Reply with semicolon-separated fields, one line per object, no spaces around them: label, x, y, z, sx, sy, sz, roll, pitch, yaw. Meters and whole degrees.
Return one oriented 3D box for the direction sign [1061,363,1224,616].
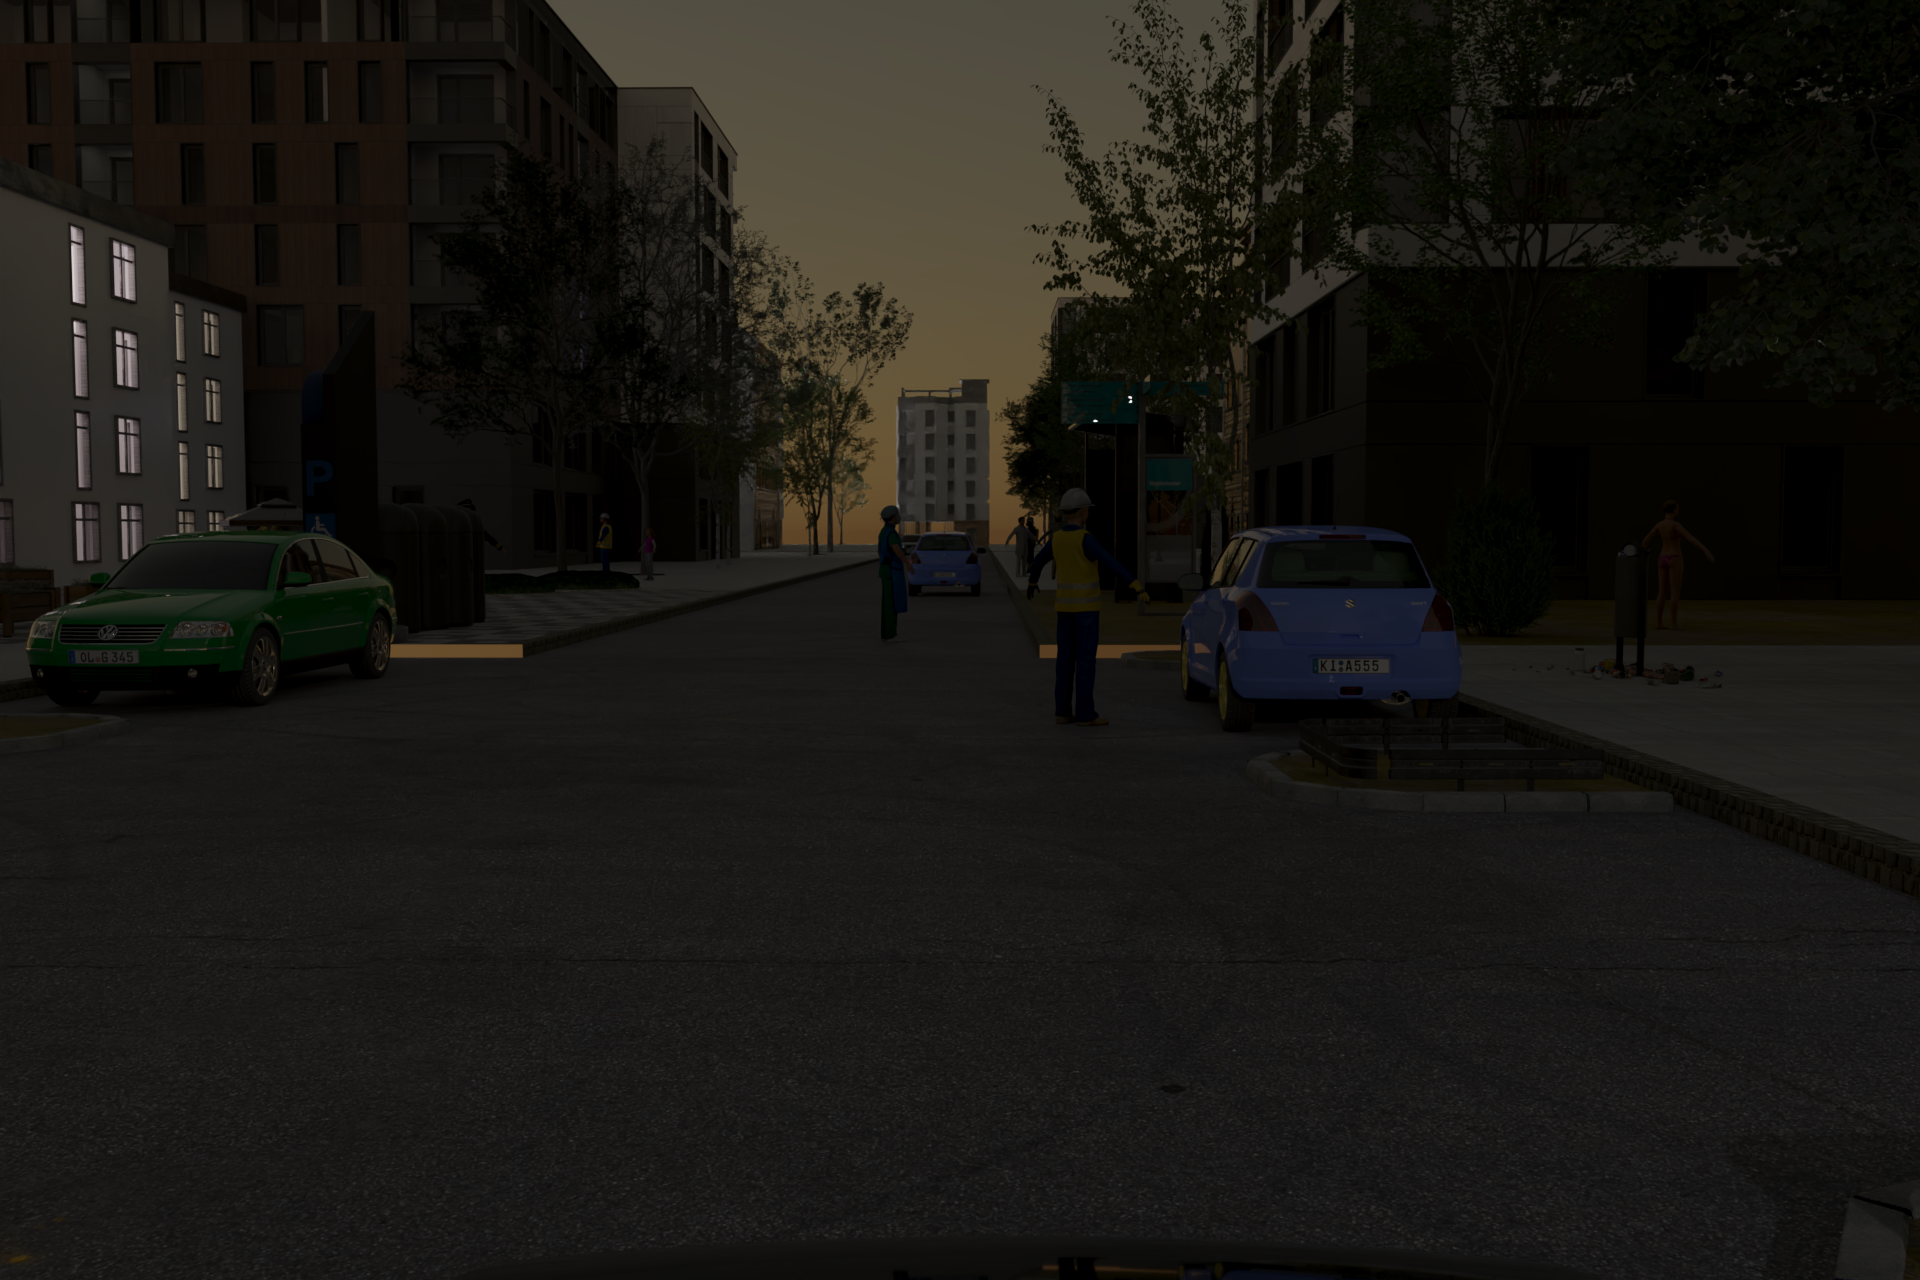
direction sign;2.837;-2.309;26.522;2.525;3.948;1.411;0;4;1

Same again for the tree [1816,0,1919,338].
tree;17.738;-6.234;27.677;9.928;11.665;9.643;0;3;0

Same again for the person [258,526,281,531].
person;-17.421;-2.329;43.843;1.354;1.858;0.705;1;4;10

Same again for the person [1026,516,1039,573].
person;2.275;-3.113;56.678;0.705;1.856;1.354;1;4;22

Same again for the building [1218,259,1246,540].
building;25.359;-16.293;97.312;19.493;23.208;18.063;0;4;1

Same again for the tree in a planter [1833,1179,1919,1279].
tree in a planter;2.562;-0.331;2.633;1.991;3.239;1.994;0;4;0

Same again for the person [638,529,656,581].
person;-8.617;-2.353;47.732;0.599;1.433;0.991;-2;4;-35

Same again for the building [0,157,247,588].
building;-25.856;-6.424;47.179;9.099;9.664;28.070;0;4;0

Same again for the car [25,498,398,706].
car;-6.643;-0.429;15.811;1.959;1.807;4.718;0;4;1

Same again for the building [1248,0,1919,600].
building;21.839;-12.547;49.121;27.936;21.610;32.646;0;4;0

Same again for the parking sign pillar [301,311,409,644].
parking sign pillar;-7.281;-1.951;20.366;1.447;3.967;1.447;0;4;2

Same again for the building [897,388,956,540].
building;-7.516;-21.864;216.357;11.380;20.090;16.016;0;4;7

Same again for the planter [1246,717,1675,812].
planter;2.693;0.686;9.921;1.991;0.319;1.994;0;3;0

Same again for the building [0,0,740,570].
building;-26.180;-14.292;77.642;27.936;21.610;32.646;0;4;1

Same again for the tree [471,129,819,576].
tree;-9.779;-8.748;53.396;12.009;13.543;11.850;0;3;0

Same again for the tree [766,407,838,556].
tree;-8.829;-9.099;99.139;4.737;8.622;4.395;0;3;0

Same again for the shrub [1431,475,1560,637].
shrub;6.715;-1.062;21.784;1.690;2.028;1.600;0;3;0

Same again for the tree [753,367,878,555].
tree;-8.834;-11.064;106.648;9.928;11.665;9.643;0;3;0

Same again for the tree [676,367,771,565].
tree;-9.506;-7.379;71.010;4.360;8.622;3.978;0;3;0

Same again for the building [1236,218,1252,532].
building;23.609;-15.167;78.903;19.493;23.208;18.063;0;4;0

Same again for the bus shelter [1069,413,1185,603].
bus shelter;3.323;-2.686;35.203;1.731;3.624;6.357;0;4;-1

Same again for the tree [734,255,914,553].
tree;-10.378;-16.123;119.495;12.611;20.169;13.585;0;3;0

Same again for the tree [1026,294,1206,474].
tree;6.608;-9.056;73.822;9.928;11.665;9.643;0;3;0

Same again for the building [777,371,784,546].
building;-24.926;-19.856;181.070;16.016;20.090;11.380;0;4;1

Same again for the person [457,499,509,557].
person;-7.837;-1.320;27.511;1.347;1.837;0.705;-3;5;-41

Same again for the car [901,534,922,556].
car;-2.776;-5.760;103.955;2.009;1.686;4.222;0;4;0

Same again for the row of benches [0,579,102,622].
row of benches;-12.290;-0.579;24.923;1.422;0.672;4.104;2;4;35

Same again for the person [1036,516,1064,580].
person;2.776;-2.607;48.902;1.348;1.796;0.705;1;4;18

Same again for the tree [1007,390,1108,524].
tree;6.388;-10.001;97.930;7.601;10.594;8.767;-3;5;-45

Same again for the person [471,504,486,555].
person;-8.698;-1.508;30.807;0.704;1.843;1.345;-2;4;-28

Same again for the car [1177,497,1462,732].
car;2.749;-0.260;13.841;1.945;1.707;3.694;0;4;1

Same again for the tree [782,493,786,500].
tree;-23.176;-16.172;214.770;4.360;8.622;3.978;0;3;0

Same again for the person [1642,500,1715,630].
person;9.562;-1.002;23.189;0.721;1.733;1.217;-2;4;-26

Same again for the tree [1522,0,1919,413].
tree;8.624;-6.503;12.987;9.857;13.997;8.962;0;3;0

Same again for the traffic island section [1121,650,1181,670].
traffic island section;2.799;0.228;19.131;1.991;0.108;1.994;0;4;1

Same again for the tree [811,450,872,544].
tree;-14.890;-17.682;214.858;9.928;11.665;9.643;0;3;0

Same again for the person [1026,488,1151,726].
person;0.935;-0.253;13.053;0.721;1.772;1.216;-3;5;-44

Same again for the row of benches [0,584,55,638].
row of benches;-12.111;-0.302;20.405;1.422;0.672;4.104;0;4;2

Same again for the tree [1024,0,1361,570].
tree;3.057;-4.380;21.971;4.737;8.622;4.395;0;3;0

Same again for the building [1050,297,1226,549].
building;22.491;-19.685;165.820;27.936;21.610;32.646;0;4;0

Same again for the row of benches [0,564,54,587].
row of benches;-19.933;-1.141;34.121;1.422;0.672;4.104;2;4;27

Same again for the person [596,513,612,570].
person;-9.477;-2.456;46.129;0.705;1.833;1.349;0;4;-3

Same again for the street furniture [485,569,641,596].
street furniture;-12.237;-1.387;38.303;10.072;0.657;5.734;0;4;-7

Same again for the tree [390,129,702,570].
tree;-9.782;-6.517;40.967;7.601;10.594;8.767;-2;4;-26

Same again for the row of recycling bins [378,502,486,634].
row of recycling bins;-7.329;-1.017;23.744;1.069;1.692;3.534;0;4;2

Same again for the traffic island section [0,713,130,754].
traffic island section;-6.999;0.662;12.049;1.991;0.108;1.994;0;4;0

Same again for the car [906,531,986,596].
car;-0.342;-1.930;41.149;1.945;1.707;3.694;0;4;1

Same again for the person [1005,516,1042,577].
person;1.870;-2.796;51.896;1.347;1.806;0.705;-2;4;-34

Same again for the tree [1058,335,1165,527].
tree;5.665;-6.966;64.259;4.360;8.622;3.978;0;3;0

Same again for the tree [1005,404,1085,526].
tree;6.382;-10.903;112.680;7.601;10.594;8.767;0;4;-5

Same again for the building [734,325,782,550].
building;-25.378;-19.197;144.804;19.493;23.208;18.063;0;3;0

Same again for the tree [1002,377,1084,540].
tree;6.641;-12.614;124.369;7.486;12.596;7.792;0;3;0

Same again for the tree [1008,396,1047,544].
tree;11.658;-22.199;218.844;12.611;20.169;13.585;0;3;0

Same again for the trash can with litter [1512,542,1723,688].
trash can with litter;6.023;-0.268;15.437;1.678;1.210;2.233;0;4;0

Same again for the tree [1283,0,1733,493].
tree;8.958;-6.281;28.442;9.928;11.665;9.643;0;3;0

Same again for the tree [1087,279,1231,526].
tree;5.621;-6.070;49.604;4.737;8.622;4.395;0;3;0

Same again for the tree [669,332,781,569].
tree;-8.720;-6.945;63.908;4.737;8.622;4.395;0;3;0

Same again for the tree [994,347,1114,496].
tree;5.795;-9.312;86.666;7.601;10.594;8.767;2;4;27

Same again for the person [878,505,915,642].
person;-0.893;-0.889;23.116;0.704;1.817;1.347;-1;4;-18
